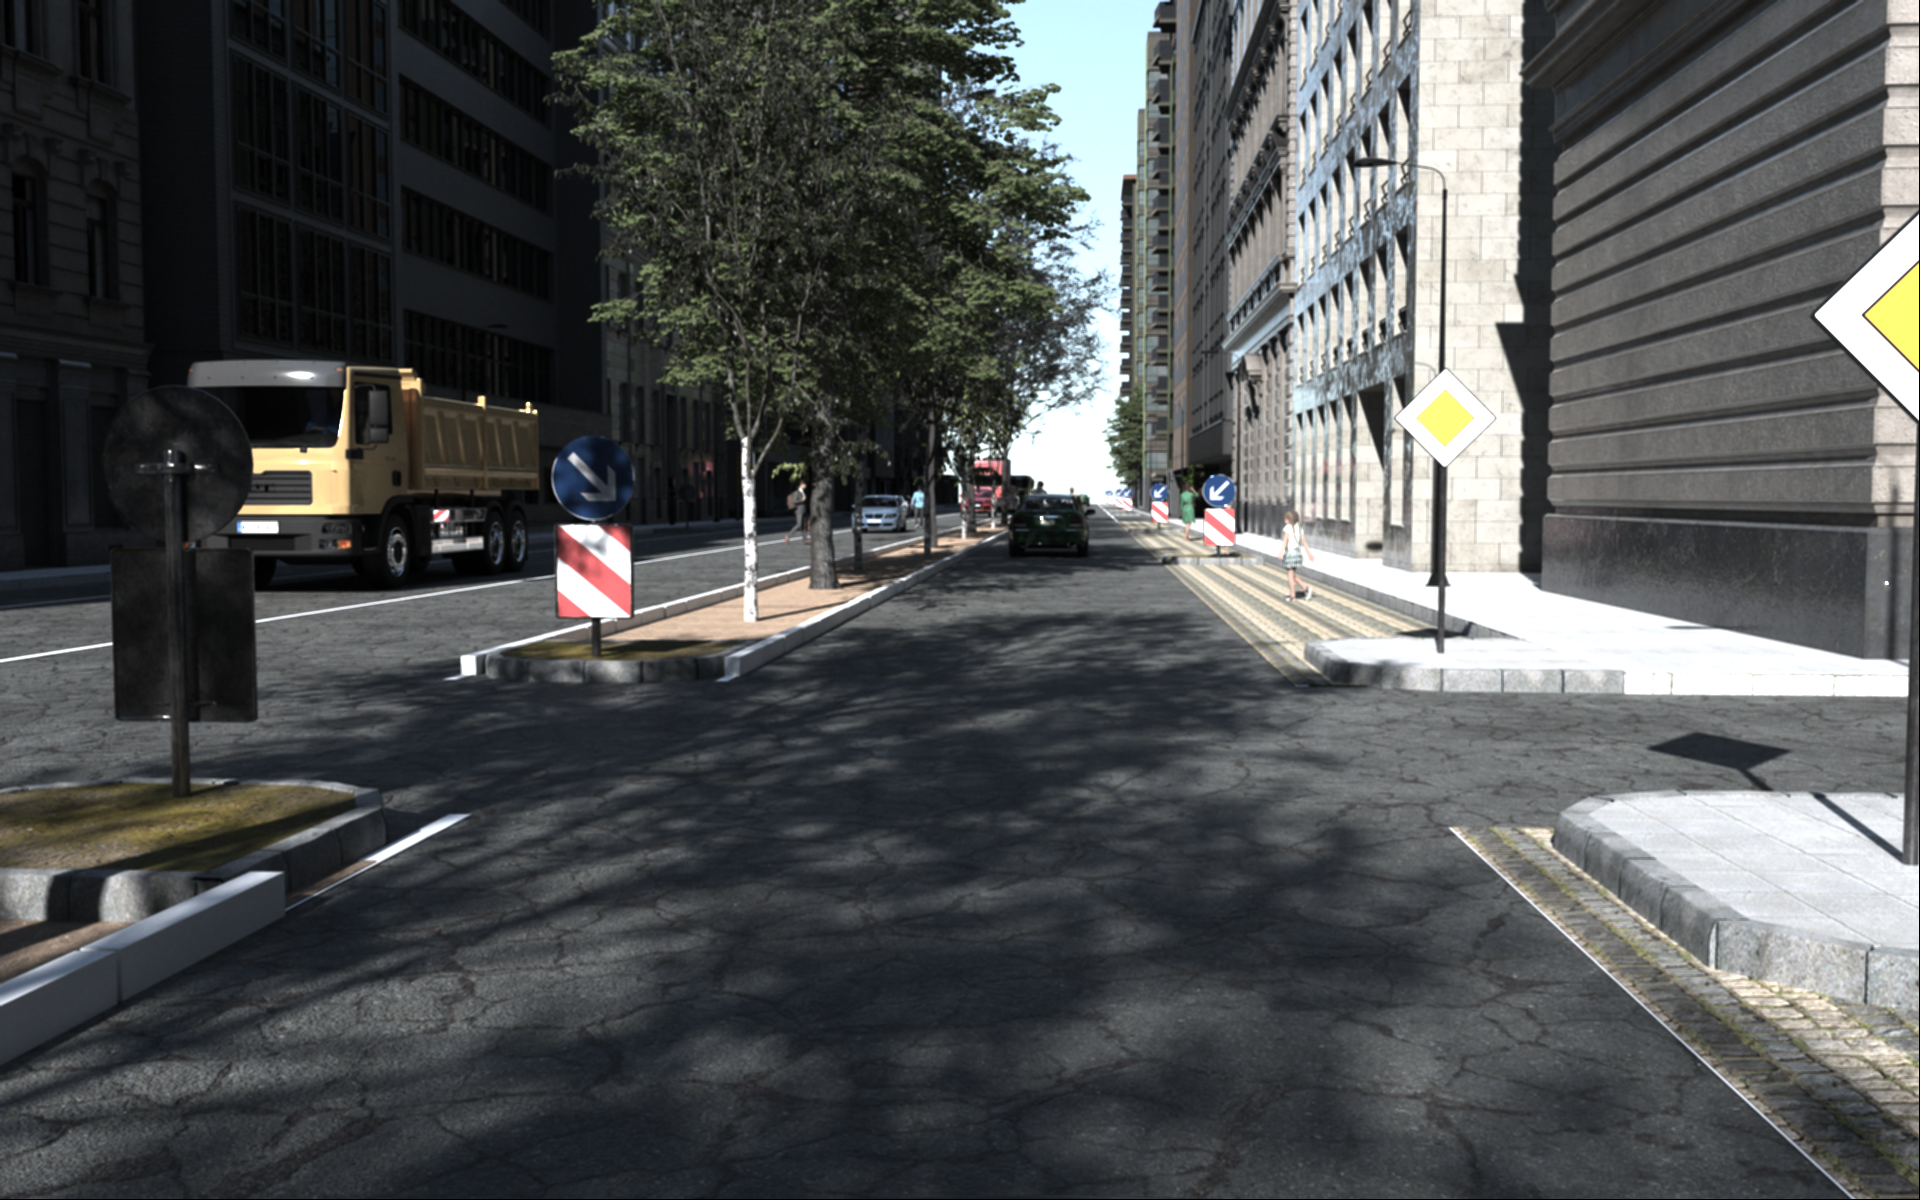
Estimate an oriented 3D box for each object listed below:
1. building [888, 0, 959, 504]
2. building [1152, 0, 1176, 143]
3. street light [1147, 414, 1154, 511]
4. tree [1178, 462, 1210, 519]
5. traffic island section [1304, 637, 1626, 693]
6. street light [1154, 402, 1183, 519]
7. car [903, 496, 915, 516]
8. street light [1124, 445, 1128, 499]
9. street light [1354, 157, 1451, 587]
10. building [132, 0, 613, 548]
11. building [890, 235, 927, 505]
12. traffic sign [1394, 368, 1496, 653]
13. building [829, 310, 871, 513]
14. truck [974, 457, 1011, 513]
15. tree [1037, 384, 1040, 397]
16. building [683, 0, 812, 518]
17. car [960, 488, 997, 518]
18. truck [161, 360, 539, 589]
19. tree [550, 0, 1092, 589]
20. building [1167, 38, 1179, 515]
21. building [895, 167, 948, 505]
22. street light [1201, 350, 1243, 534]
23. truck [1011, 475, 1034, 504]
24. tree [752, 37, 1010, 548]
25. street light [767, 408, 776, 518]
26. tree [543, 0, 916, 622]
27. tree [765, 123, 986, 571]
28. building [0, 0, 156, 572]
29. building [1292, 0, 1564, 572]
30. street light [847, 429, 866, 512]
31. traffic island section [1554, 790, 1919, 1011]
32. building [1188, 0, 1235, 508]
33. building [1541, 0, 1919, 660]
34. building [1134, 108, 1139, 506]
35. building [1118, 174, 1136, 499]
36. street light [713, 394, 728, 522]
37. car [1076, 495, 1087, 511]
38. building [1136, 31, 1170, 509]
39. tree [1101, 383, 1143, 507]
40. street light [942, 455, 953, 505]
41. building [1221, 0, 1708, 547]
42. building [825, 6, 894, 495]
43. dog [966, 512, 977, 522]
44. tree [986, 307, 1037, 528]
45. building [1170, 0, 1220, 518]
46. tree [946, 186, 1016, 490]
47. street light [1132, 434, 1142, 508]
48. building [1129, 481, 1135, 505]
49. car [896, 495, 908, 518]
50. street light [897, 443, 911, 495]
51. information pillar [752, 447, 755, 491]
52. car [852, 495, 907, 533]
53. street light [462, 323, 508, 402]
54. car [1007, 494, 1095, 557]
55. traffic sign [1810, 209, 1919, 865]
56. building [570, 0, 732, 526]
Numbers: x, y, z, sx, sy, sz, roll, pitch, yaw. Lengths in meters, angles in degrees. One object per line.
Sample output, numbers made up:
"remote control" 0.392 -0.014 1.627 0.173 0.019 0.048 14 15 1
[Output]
"building" -10.694 -48.258 227.271 20.563 71.187 20.611 0 4 4
"building" 26.116 -29.316 133.946 22.147 44.769 28.867 0 4 4
"street light" 11.618 -7.849 100.880 1.470 5.913 1.316 0 4 4
"tree" 12.155 -5.881 90.760 1.663 3.219 1.824 0 3 0
"traffic island section" 3.898 0.508 13.980 2.009 0.180 2.903 0 4 4
"street light" 10.709 -7.042 87.673 1.470 5.913 1.316 0 4 4
"car" -3.955 -6.144 113.033 1.945 1.354 3.894 0 4 6
"street light" 16.316 -11.775 165.069 1.470 5.913 1.316 0 4 4
"street light" 6.134 -3.149 24.033 1.470 5.913 1.316 0 4 4
"building" -20.630 -14.004 48.033 14.314 24.678 30.058 0 4 4
"building" -10.821 -25.034 181.005 14.160 30.474 14.107 0 4 4
"traffic sign" 3.874 -0.628 13.904 0.795 2.450 0.064 0 4 4
"building" -22.137 -17.267 127.355 27.650 21.520 28.899 0 4 4
"truck" 2.461 -8.923 134.801 2.839 4.237 11.283 0 4 5
"tree" 1.368 -7.305 72.248 4.737 8.622 4.395 0 3 0
"building" -20.119 -29.200 101.114 21.300 48.544 21.600 0 4 4
"car" 1.169 -6.041 107.439 2.281 1.827 5.304 0 4 4
"truck" -9.571 -1.977 28.244 3.469 3.379 9.791 0 4 4
"tree" -1.980 -6.402 25.249 7.486 12.596 7.792 0 3 0
"building" 20.592 -20.892 113.280 14.160 30.474 14.107 0 4 4
"building" -13.000 -33.541 203.018 22.147 44.769 28.867 0 4 4
"street light" 8.438 -5.095 55.852 1.470 5.913 1.316 0 4 4
"truck" 6.194 -11.318 180.974 3.469 3.379 9.791 0 4 5
"tree" -0.787 -8.134 45.820 12.009 13.543 11.850 0 3 0
"street light" -9.688 -7.293 91.782 1.470 5.913 1.316 0 4 4
"tree" -2.340 -4.042 18.906 4.360 8.622 3.978 0 3 0
"tree" -1.909 -4.848 32.086 4.737 8.622 4.395 0 3 0
"building" -20.700 -10.692 23.969 9.793 20.994 18.267 0 4 4
"building" 13.212 -11.077 35.855 10.420 20.320 16.860 0 4 4
"street light" -7.439 -9.280 124.273 1.470 5.913 1.316 0 4 4
"traffic island section" 3.316 0.995 6.016 2.009 0.180 2.903 0 4 4
"building" 17.955 -17.287 76.149 14.314 27.812 24.014 0 4 4
"building" 16.576 -11.495 16.822 19.941 23.489 11.050 0 4 4
"building" 25.903 -30.757 186.476 14.154 41.232 14.086 0 4 4
"building" 32.497 -35.328 232.229 22.147 44.769 28.867 0 4 4
"street light" -10.618 -6.520 79.145 1.470 5.913 1.316 0 4 4
"car" 5.332 -4.706 86.735 2.009 1.686 4.222 0 4 6
"building" 23.643 -28.933 156.654 14.154 41.232 14.086 0 4 4
"tree" 18.142 -15.753 175.692 7.486 12.596 7.792 0 3 0
"street light" -1.447 -14.332 206.874 1.470 5.913 1.316 0 4 4
"building" 14.179 -13.802 54.537 11.050 23.489 19.941 0 4 4
"building" -13.279 -30.424 147.550 14.600 45.320 14.200 0 4 4
"dog" 0.565 -4.274 89.165 0.406 0.507 0.540 3 5 39
"tree" 0.113 -6.266 55.277 4.737 8.622 4.395 0 3 0
"building" 19.582 -27.439 98.735 14.600 45.320 14.200 0 4 4
"tree" -0.715 -5.190 37.673 4.360 8.622 3.978 0 3 0
"street light" 14.132 -9.828 133.225 1.470 5.913 1.316 0 4 4
"building" 36.433 -31.384 205.013 32.217 40.220 23.993 0 4 4
"car" -4.123 -5.602 103.960 2.083 1.381 4.827 0 4 2
"street light" -5.079 -11.249 156.459 1.470 5.913 1.316 0 4 4
"information pillar" -10.310 -5.811 86.360 0.183 3.616 0.504 0 4 0
"car" -2.998 -3.241 64.989 2.014 1.417 4.499 0 4 3
"street light" -13.006 -4.574 47.332 1.470 5.913 1.316 0 4 4
"car" 2.139 -1.788 41.028 2.131 1.459 4.920 0 4 4
"traffic sign" 3.292 -0.141 5.941 0.795 2.450 0.064 0 4 4
"building" -18.335 -17.054 76.099 12.463 27.353 25.104 0 4 4
